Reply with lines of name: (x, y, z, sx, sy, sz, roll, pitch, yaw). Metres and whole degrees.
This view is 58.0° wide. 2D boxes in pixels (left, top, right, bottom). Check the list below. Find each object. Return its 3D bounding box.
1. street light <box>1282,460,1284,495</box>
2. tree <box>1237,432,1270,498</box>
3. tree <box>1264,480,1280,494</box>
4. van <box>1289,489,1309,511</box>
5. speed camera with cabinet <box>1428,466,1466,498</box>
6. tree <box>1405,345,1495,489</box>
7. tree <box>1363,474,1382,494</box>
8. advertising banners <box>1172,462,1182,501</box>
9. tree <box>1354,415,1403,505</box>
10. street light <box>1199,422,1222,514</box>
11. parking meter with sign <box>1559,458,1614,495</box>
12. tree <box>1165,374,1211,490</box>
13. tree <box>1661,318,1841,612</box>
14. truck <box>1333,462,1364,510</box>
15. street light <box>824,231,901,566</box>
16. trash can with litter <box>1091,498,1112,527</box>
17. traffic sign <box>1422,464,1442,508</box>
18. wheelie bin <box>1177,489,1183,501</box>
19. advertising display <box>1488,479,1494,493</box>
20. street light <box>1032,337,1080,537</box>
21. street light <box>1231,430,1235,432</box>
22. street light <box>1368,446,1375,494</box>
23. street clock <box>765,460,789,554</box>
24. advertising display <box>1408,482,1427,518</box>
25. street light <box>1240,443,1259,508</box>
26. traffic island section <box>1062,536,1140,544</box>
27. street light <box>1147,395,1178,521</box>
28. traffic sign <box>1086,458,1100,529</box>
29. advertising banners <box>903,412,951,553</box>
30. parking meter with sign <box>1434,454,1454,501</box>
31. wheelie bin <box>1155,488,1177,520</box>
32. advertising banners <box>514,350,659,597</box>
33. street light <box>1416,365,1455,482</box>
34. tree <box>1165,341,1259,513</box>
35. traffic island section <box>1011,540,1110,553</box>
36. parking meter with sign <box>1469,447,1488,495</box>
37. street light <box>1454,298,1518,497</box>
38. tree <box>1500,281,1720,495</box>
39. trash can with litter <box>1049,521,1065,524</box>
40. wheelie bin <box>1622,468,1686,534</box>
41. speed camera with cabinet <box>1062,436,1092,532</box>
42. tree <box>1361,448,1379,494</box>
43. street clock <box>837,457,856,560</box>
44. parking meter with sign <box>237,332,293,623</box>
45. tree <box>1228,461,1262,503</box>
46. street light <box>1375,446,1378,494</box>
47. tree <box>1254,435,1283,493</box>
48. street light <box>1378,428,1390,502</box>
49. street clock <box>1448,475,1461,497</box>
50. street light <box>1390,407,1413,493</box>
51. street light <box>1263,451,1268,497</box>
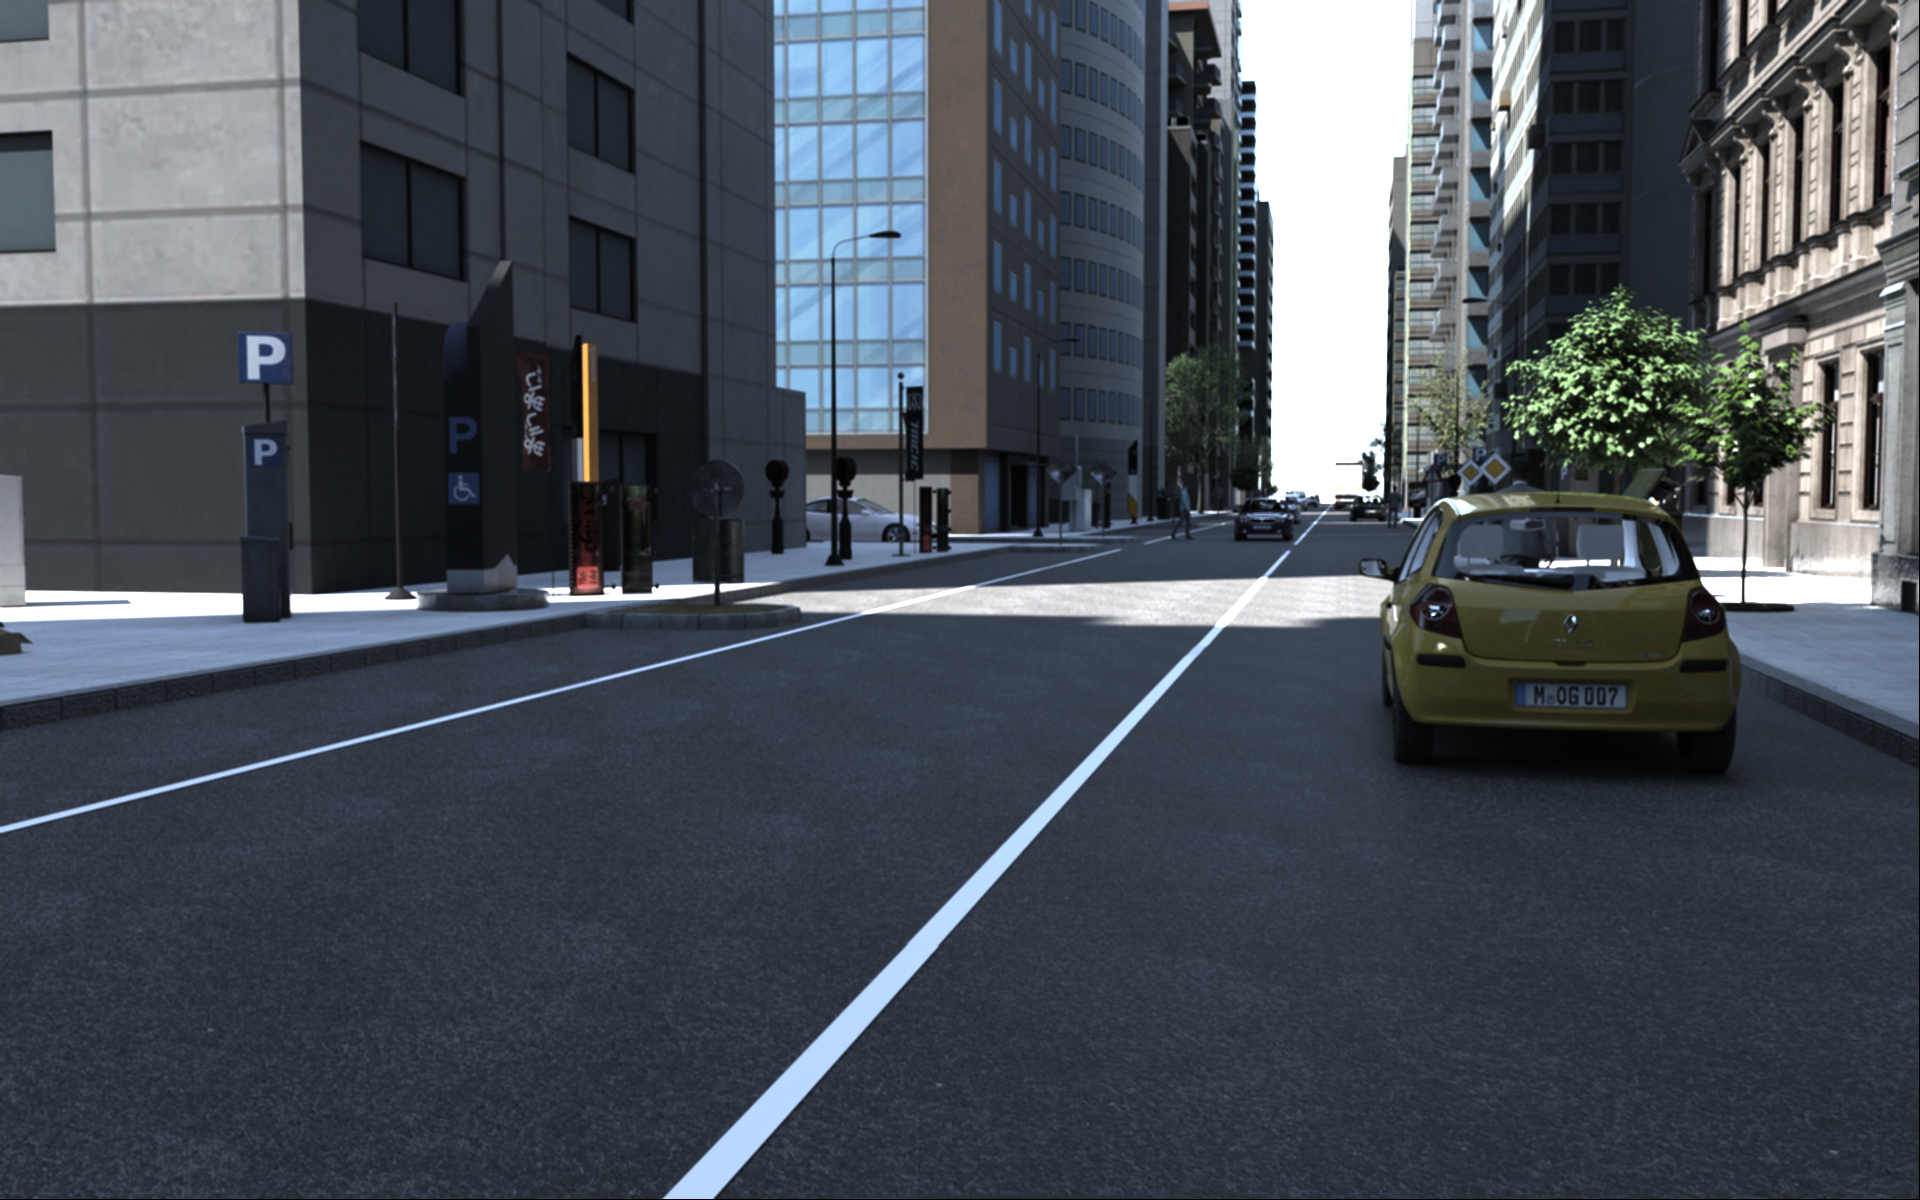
street light: (43.744, -16.203, 237.463, 1.470, 5.913, 1.316, 1, 4, 12)
tree: (33.555, -15.212, 199.078, 4.737, 8.622, 4.395, 0, 3, 0)
tree: (41.494, -14.520, 232.006, 1.663, 3.219, 1.824, 0, 3, 0)
van: (29.552, -8.846, 151.635, 2.013, 2.044, 4.112, 1, 4, 11)
speed camera with cabinet: (25.566, -5.908, 90.933, 0.660, 3.252, 2.038, -2, 4, -34)
tree: (24.475, -8.328, 86.524, 4.737, 8.622, 4.395, 0, 3, 0)
tree: (61.063, -16.745, 257.500, 4.285, 4.588, 4.351, 0, 3, 0)
advertising banners: (11.288, -5.904, 92.725, 0.090, 3.025, 2.074, 3, 5, 42)
tree: (50.025, -16.539, 204.825, 7.601, 10.594, 8.767, -1, 4, -16)
street light: (16.134, -8.502, 111.548, 1.470, 5.913, 1.316, 1, 4, 12)
parking meter with sign: (12.551, -2.381, 35.186, 1.738, 3.016, 0.543, -1, 4, -12)
tree: (13.427, -9.482, 105.385, 4.360, 8.622, 3.978, 0, 3, 0)
tree: (8.631, -1.511, 19.307, 1.663, 3.219, 1.824, 0, 3, 0)
truck: (35.209, -10.283, 157.042, 2.839, 4.237, 11.283, 1, 4, 12)
street light: (-1.728, -3.564, 30.818, 1.470, 5.913, 1.316, 1, 4, 12)
trash can with litter: (5.424, -3.468, 68.086, 1.055, 1.170, 0.624, -1, 4, -19)
traffic sign: (20.645, -4.631, 75.724, 0.884, 2.594, 0.081, 1, 4, 18)
wheelie bin: (12.729, -5.616, 99.725, 0.693, 1.594, 0.980, 2, 4, 31)
advertising display: (20.783, -3.822, 67.703, 0.123, 1.923, 0.974, 0, 4, 5)
street light: (2.866, -4.837, 51.619, 1.470, 5.913, 1.316, 1, 4, 12)
street light: (19.280, -9.400, 126.228, 1.470, 5.913, 1.316, 1, 4, 12)
street light: (40.128, -11.834, 166.027, 1.470, 5.913, 1.316, 1, 4, 12)
street clock: (-3.917, -1.991, 37.130, 0.471, 2.002, 0.358, 2, 4, 32)
advertising display: (24.171, -5.277, 91.496, 0.974, 1.923, 0.123, 2, 4, 33)
street light: (26.012, -11.248, 156.452, 1.470, 5.913, 1.316, 1, 4, 12)
traffic island section: (4.229, -1.780, 51.390, 2.009, 0.180, 2.903, 1, 4, 12)
street light: (9.529, -6.669, 81.577, 1.470, 5.913, 1.316, 1, 4, 12)
traffic sign: (5.011, -3.867, 63.233, 0.884, 2.594, 0.081, 1, 4, 13)
advertising banners: (-0.732, -2.545, 37.804, 0.090, 3.025, 2.074, 2, 4, 29)
parking meter with sign: (20.820, -4.738, 73.732, 0.543, 3.016, 1.738, -1, 4, -10)
wheelie bin: (10.195, -4.822, 86.744, 0.693, 1.594, 0.980, 2, 4, 32)
advertising banners: (-4.682, -1.564, 21.765, 2.074, 3.025, 0.090, -3, 5, -45)
street light: (17.274, -5.483, 62.186, 1.470, 5.913, 1.316, 1, 4, 12)
tree: (16.503, -11.767, 118.149, 9.928, 11.665, 9.643, 0, 3, 0)
traffic island section: (2.510, -1.303, 43.592, 2.009, 0.180, 2.903, 1, 4, 12)
parking meter with sign: (19.379, -4.203, 64.986, 0.543, 3.016, 1.738, 1, 4, 8)
street light: (12.568, -4.188, 41.007, 1.470, 5.913, 1.316, 1, 4, 12)
tree: (10.229, -2.630, 26.717, 4.285, 4.588, 4.351, 0, 3, 0)
trash can with litter: (3.853, -3.884, 74.556, 2.233, 1.210, 1.678, 2, 4, 31)
wheelie bin: (8.538, -0.828, 21.451, 0.693, 1.594, 0.980, 0, 4, -4)
speed camera with cabinet: (3.989, -3.982, 59.445, 0.660, 3.252, 2.038, 1, 4, 19)
tree: (63.996, -19.657, 271.748, 4.737, 8.622, 4.395, 0, 3, 0)
street clock: (-2.256, -1.799, 33.991, 0.358, 2.002, 0.471, -3, 4, -39)
parking meter with sign: (-7.236, -1.331, 18.021, 0.543, 3.016, 1.738, -1, 4, -19)
tree: (27.935, -11.371, 169.636, 4.285, 4.588, 4.351, 0, 3, 0)
street light: (33.421, -9.974, 135.623, 1.470, 5.913, 1.316, 1, 4, 12)
tree: (37.501, -15.993, 211.842, 4.360, 8.622, 3.978, 0, 3, 0)
street light: (30.517, -9.168, 122.444, 1.470, 5.913, 1.316, 1, 4, 12)
street clock: (18.433, -3.669, 64.560, 0.358, 2.002, 0.471, -2, 4, -24)
street light: (23.871, -7.336, 92.482, 1.470, 5.913, 1.316, 1, 4, 12)
street light: (32.543, -13.108, 186.854, 1.470, 5.913, 1.316, 1, 4, 12)
